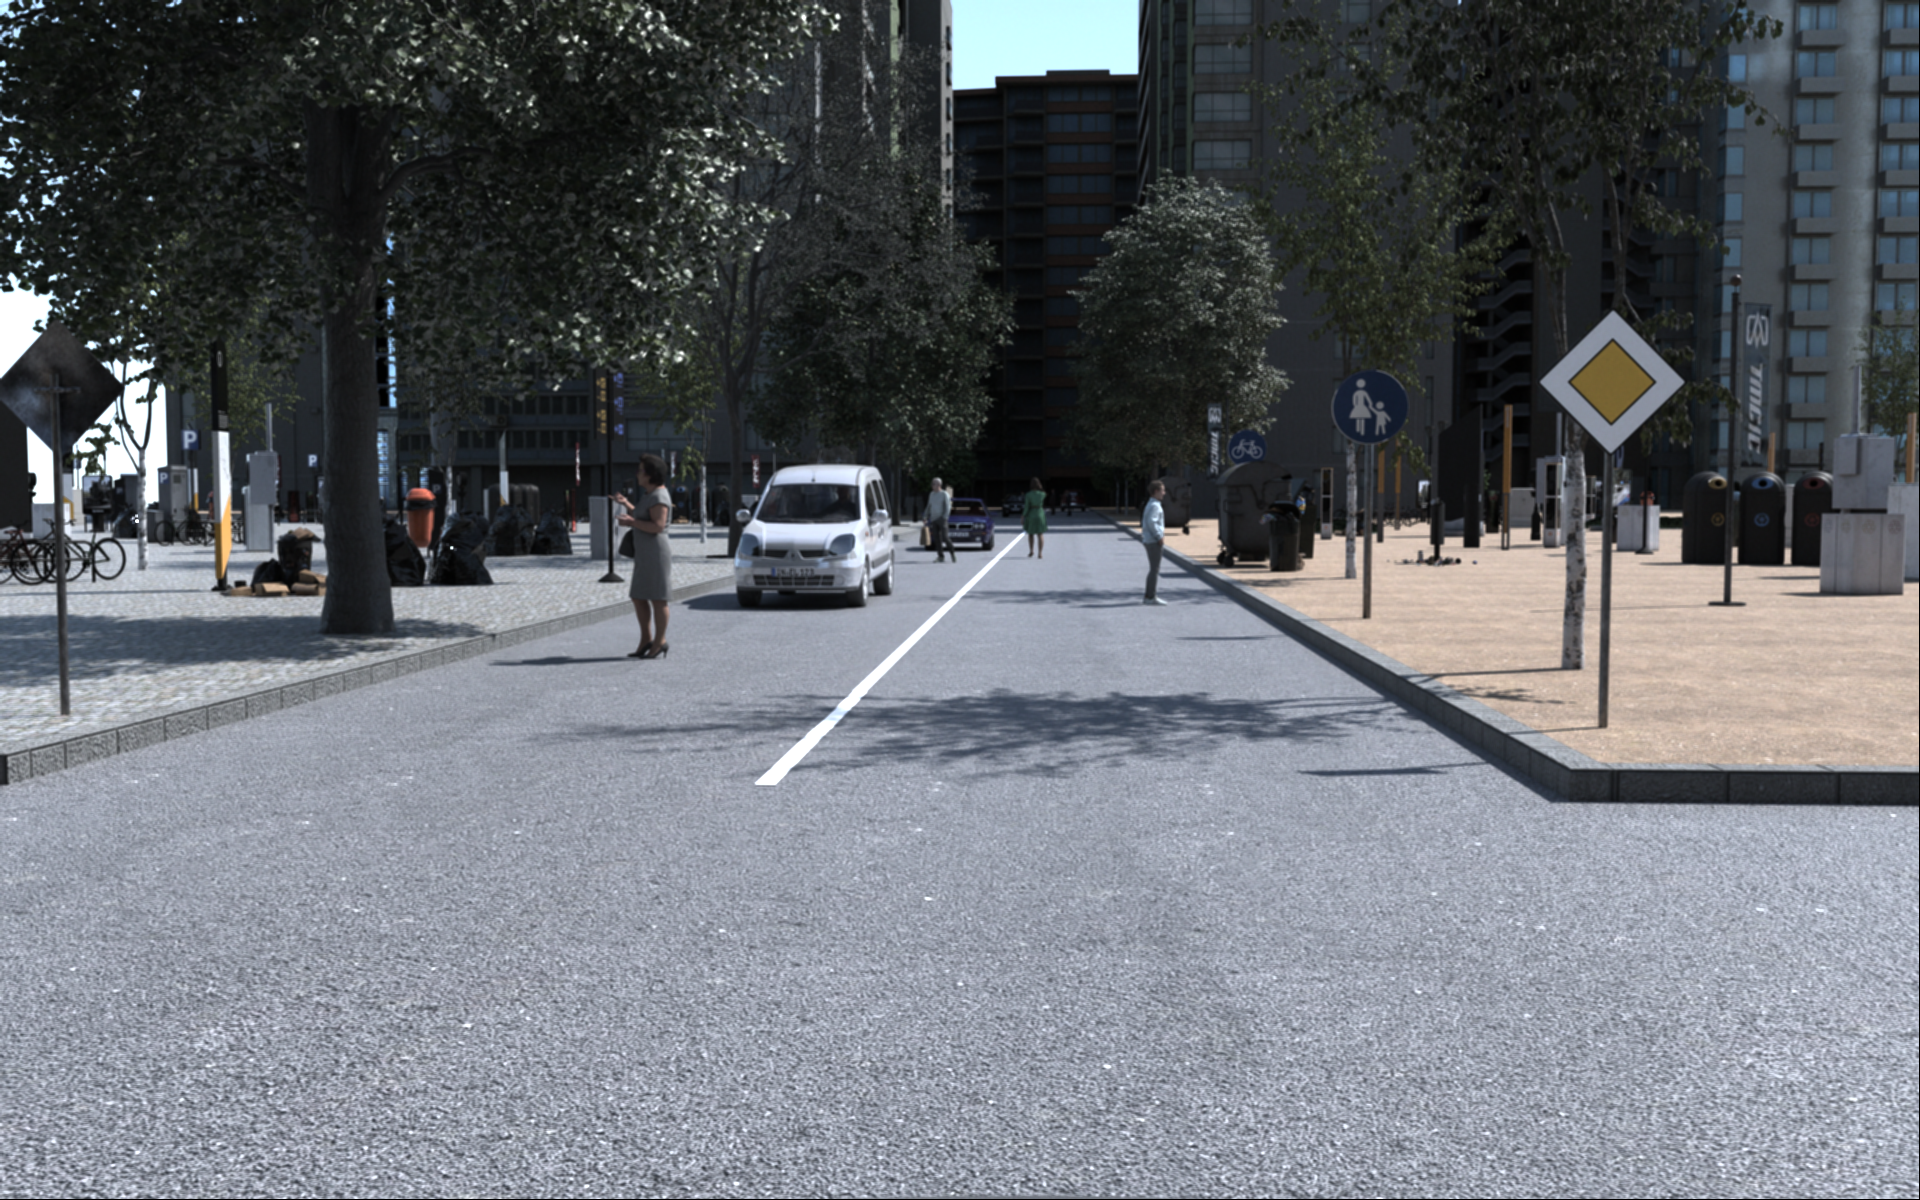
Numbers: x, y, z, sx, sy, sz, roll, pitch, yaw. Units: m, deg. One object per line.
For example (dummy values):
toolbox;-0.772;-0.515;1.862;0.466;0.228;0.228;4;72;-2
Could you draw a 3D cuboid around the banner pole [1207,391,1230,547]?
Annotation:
banner pole;6.285;-3.176;41.950;0.863;3.779;0.401;-2;4;-32

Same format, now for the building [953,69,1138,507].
building;11.576;-32.248;181.871;28.867;44.769;22.147;0;4;3

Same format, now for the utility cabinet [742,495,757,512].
utility cabinet;-9.941;-4.268;80.951;1.020;1.237;0.306;2;4;26

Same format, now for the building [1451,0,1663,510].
building;49.903;-30.452;147.996;14.200;45.320;14.600;0;4;3

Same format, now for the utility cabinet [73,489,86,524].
utility cabinet;-37.152;-3.894;72.349;0.318;1.500;1.173;2;4;29

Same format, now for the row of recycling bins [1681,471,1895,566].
row of recycling bins;15.026;-1.490;31.467;3.534;1.692;1.069;2;4;26

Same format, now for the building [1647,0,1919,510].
building;71.880;-31.912;141.366;30.456;49.044;23.786;0;4;3

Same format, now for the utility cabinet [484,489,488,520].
utility cabinet;-21.532;-4.389;80.446;1.173;1.500;0.318;1;4;22

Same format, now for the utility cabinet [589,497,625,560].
utility cabinet;-6.993;-1.413;34.270;0.306;1.237;1.020;0;4;8

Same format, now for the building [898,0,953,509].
building;-11.769;-32.059;147.858;21.600;48.544;21.300;0;4;3

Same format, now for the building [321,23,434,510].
building;-38.094;-51.033;147.059;31.000;86.520;22.319;0;4;3

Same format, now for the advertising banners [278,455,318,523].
advertising banners;-29.998;-5.004;78.009;2.074;3.025;0.090;-1;4;-13

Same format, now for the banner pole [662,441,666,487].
banner pole;-14.107;-5.663;82.605;0.401;3.779;0.863;-2;4;-24

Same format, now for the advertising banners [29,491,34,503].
advertising banners;-38.853;-4.545;70.499;0.090;3.025;2.074;3;5;43

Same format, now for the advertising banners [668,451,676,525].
advertising banners;-12.139;-4.601;71.418;0.090;3.025;2.074;-2;4;-35

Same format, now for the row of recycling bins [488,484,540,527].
row of recycling bins;-17.712;-3.785;69.003;1.069;1.692;3.534;1;4;11

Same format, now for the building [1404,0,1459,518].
building;19.837;-25.389;98.701;14.154;41.232;14.086;0;4;3

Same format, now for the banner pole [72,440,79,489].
banner pole;-40.536;-5.449;79.112;0.863;3.779;0.401;-2;4;-35

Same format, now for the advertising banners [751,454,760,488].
advertising banners;-8.479;-4.935;76.876;0.090;3.025;2.074;3;5;43

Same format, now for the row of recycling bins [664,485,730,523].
row of recycling bins;-12.008;-4.272;76.955;3.534;1.692;1.069;-1;4;-13

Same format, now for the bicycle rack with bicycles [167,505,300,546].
bicycle rack with bicycles;-18.770;-1.846;43.571;2.852;0.926;2.925;3;5;42

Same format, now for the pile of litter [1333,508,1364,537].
pile of litter;11.993;-2.384;52.939;1.176;0.858;1.719;1;4;21

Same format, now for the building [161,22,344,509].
building;-60.759;-28.761;153.843;14.086;41.232;14.154;0;4;3

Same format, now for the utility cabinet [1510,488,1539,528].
utility cabinet;21.231;-3.460;65.242;0.318;1.500;1.173;-2;4;-35

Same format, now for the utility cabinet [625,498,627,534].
utility cabinet;-8.054;-1.744;39.678;1.020;1.237;0.306;3;5;40

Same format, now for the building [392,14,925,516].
building;-18.921;-25.681;111.764;32.217;40.220;23.993;0;4;3

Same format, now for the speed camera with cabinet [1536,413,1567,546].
speed camera with cabinet;14.725;-2.967;42.852;0.660;3.252;2.038;2;4;29

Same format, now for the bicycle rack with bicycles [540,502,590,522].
bicycle rack with bicycles;-18.034;-4.086;80.192;2.925;0.926;2.852;2;4;27

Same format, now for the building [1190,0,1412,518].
building;20.497;-26.248;112.746;14.154;41.232;14.086;0;4;3

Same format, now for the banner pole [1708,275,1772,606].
banner pole;9.068;-1.834;19.997;0.863;3.779;0.401;-2;4;-27

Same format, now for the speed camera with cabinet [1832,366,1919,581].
speed camera with cabinet;14.241;-1.951;26.238;0.660;3.252;2.038;-1;4;-18

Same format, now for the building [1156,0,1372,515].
building;21.334;-27.106;126.780;14.154;41.232;14.086;0;4;3

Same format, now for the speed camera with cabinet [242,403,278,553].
speed camera with cabinet;-15.543;-2.694;38.377;0.660;3.252;2.038;-2;4;-26

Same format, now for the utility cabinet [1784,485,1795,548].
utility cabinet;20.068;-1.970;40.882;1.173;1.500;0.318;-1;4;-15

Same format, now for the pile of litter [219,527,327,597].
pile of litter;-8.494;-0.493;22.023;1.719;0.858;1.176;1;4;13

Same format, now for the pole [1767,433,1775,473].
pole;26.916;-3.895;57.518;0.158;3.312;0.155;0;3;0

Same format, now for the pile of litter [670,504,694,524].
pile of litter;-12.252;-3.715;74.706;1.719;0.858;1.176;-2;4;-25

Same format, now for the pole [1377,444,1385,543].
pole;11.138;-3.179;45.823;0.158;3.312;0.155;0;3;0

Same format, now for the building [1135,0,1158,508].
building;25.906;-31.851;144.468;21.300;48.544;21.600;0;4;3

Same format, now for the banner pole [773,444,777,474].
banner pole;-6.824;-4.516;63.861;0.401;3.779;0.863;0;4;3

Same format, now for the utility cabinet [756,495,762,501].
utility cabinet;-7.686;-3.642;70.712;1.020;1.237;0.306;0;4;2

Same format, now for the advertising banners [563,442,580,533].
advertising banners;-12.876;-3.753;57.548;0.090;3.025;2.074;0;4;2

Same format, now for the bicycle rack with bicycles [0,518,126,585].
bicycle rack with bicycles;-13.630;-0.718;25.117;2.852;0.926;2.925;3;5;43

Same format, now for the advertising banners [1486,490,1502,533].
advertising banners;16.691;-3.682;56.396;2.074;3.025;0.090;-1;4;-11

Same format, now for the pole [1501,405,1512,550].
pole;12.514;-2.800;39.630;0.158;3.312;0.155;0;3;0

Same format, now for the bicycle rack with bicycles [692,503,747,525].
bicycle rack with bicycles;-10.034;-3.597;72.198;2.852;0.926;2.925;0;4;-2

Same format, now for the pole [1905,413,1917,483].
pole;23.883;-3.040;43.541;0.158;3.312;0.155;0;3;0

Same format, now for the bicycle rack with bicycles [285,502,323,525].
bicycle rack with bicycles;-31.578;-4.099;80.398;2.852;0.926;2.925;2;4;27

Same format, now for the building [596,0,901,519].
building;-10.844;-24.992;92.211;14.154;41.232;14.086;0;4;3

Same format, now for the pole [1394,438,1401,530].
pole;15.656;-4.164;61.926;0.158;3.312;0.155;0;3;0
